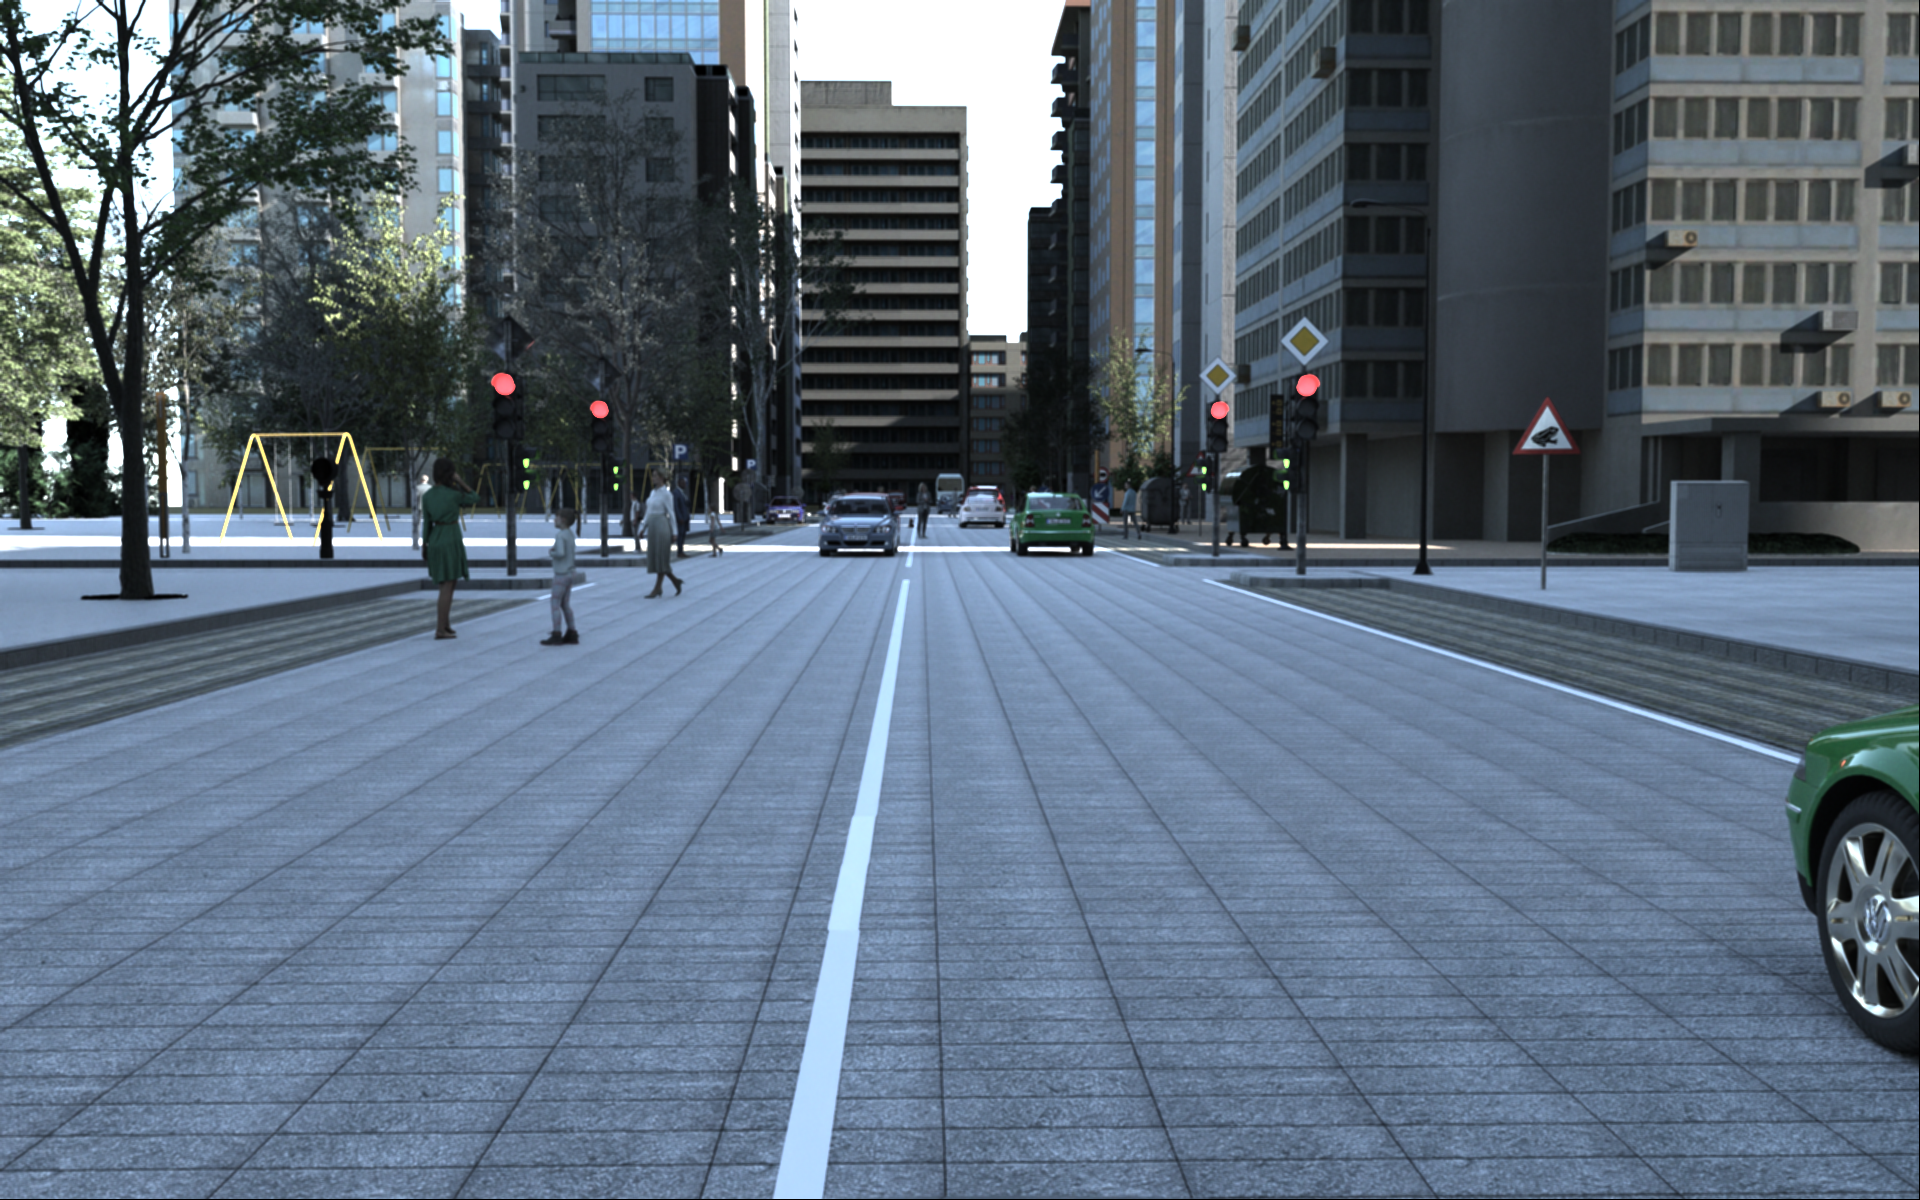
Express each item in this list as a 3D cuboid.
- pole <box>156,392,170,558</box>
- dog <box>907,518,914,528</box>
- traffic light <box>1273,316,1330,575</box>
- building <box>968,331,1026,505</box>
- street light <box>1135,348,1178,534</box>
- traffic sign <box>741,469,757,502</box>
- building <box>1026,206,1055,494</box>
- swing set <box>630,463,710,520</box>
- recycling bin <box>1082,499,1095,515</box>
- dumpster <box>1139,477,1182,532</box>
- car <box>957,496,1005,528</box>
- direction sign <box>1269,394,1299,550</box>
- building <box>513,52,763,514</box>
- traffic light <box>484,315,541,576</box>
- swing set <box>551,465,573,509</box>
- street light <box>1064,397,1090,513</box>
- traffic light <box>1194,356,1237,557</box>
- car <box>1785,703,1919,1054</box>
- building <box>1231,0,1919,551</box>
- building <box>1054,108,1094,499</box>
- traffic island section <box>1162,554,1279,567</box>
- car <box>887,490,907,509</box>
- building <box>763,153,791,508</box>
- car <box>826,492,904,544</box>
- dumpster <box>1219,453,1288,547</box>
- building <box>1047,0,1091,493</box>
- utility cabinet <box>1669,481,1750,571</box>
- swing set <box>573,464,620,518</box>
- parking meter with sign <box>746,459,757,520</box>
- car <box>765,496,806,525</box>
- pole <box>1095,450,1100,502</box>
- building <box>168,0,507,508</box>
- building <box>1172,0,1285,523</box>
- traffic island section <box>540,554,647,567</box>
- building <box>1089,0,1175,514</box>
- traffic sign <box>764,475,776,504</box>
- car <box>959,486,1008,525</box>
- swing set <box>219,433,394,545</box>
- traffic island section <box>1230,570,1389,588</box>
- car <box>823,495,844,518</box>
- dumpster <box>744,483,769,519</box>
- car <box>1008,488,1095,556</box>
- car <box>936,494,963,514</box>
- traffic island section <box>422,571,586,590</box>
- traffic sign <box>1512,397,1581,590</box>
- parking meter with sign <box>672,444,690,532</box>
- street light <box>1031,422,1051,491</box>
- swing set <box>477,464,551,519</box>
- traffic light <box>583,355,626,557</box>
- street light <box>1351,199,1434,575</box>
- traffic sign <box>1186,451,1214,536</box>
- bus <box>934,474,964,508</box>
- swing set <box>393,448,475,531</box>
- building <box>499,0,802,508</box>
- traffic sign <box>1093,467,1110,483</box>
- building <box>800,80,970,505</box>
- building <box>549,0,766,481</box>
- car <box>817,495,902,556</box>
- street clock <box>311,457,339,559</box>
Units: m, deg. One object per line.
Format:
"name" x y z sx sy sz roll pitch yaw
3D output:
"pole" -16.023 -2.506 34.810 0.158 3.312 0.155 0 3 0
"dog" -2.162 -3.300 74.143 0.550 0.427 0.748 2 4 33
"traffic light" 5.413 -2.358 27.472 0.839 4.253 0.868 0 4 -1
"building" 15.314 -22.368 210.763 28.899 21.520 27.650 0 4 -1
"street light" 6.267 -5.066 55.372 1.470 5.913 1.316 0 4 -1
"traffic sign" -10.507 -5.268 86.231 0.768 2.556 0.104 0 4 5
"building" 13.636 -24.728 176.009 14.160 30.474 14.107 0 4 -1
"swing set" -14.644 -5.539 88.183 3.119 2.851 2.862 1 4 10
"recycling bin" 6.279 -4.536 86.712 0.722 1.027 0.722 -3 5 -43
"dumpster" 6.779 -3.228 58.535 1.264 1.857 1.865 0 4 -1
"car" 0.902 -3.791 74.341 2.083 1.381 4.827 0 4 -1
"direction sign" 7.447 -2.907 39.531 0.876 3.537 0.379 -1 4 -20
"building" -21.374 -21.128 117.151 14.160 30.474 14.107 0 4 -1
"traffic light" -7.045 -2.340 27.177 0.839 4.253 0.868 0 4 -1
"swing set" -22.808 -5.977 95.340 3.119 2.851 2.862 2 4 35
"street light" 5.644 -6.747 82.854 1.470 5.913 1.316 0 4 -1
"traffic light" 5.233 -2.846 35.455 0.839 4.253 0.868 0 4 -1
"car" 3.245 0.349 3.083 1.959 1.807 4.718 0 4 -1
"building" 22.011 -22.150 54.030 23.993 40.220 32.217 0 4 -1
"building" 15.122 -22.106 133.127 14.160 30.474 14.107 0 4 -1
"traffic island section" 5.273 -0.813 35.570 2.009 0.180 2.903 0 4 -1
"car" -6.123 -9.480 163.671 2.281 1.827 5.304 0 4 0
"building" -21.929 -22.905 146.195 14.160 30.474 14.107 0 4 -1
"car" -2.637 -2.422 48.635 2.155 1.783 4.494 0 4 0
"dumpster" 7.232 -2.438 42.347 1.502 2.255 1.985 0 4 -1
"building" 19.406 -30.558 154.240 22.147 44.769 28.867 0 4 -1
"utility cabinet" 12.404 -1.223 28.679 1.173 1.500 0.318 0 4 3
"swing set" -18.488 -5.687 90.609 3.119 2.851 2.862 -1 4 -14
"parking meter with sign" -10.549 -5.569 87.317 0.543 3.016 1.738 -1 4 -9
"car" -8.173 -4.205 81.328 1.945 1.354 3.894 0 4 -3
"pole" 6.331 -5.267 79.953 0.158 3.312 0.155 0 3 0
"building" -59.588 -33.633 169.514 30.456 49.044 23.786 0 4 -1
"building" 21.717 -33.470 89.239 21.231 58.520 28.212 0 4 -1
"traffic island section" -7.265 -0.796 35.294 2.009 0.180 2.903 0 4 -1
"building" 16.428 -28.631 118.224 14.600 45.320 14.200 0 4 -1
"traffic sign" -10.170 -5.541 92.724 0.606 2.300 0.079 0 4 -1
"car" 1.097 -4.418 80.901 2.281 1.827 5.304 0 4 1
"swing set" -16.970 -2.891 44.882 3.119 2.851 2.862 1 4 17
"traffic island section" 5.453 -0.325 27.587 2.009 0.180 2.903 0 4 -1
"car" -5.833 -4.567 87.040 2.083 1.381 4.827 0 4 -1
"dumpster" -10.603 -5.141 89.813 1.264 1.857 1.865 0 4 -1
"car" 2.160 -2.000 41.500 1.959 1.807 4.718 0 4 -2
"car" -0.701 -6.870 124.333 2.014 1.417 4.499 0 4 -3
"traffic island section" -7.085 -0.308 27.311 2.009 0.180 2.903 0 4 -1
"traffic sign" 7.841 -1.419 23.208 0.884 2.594 0.081 0 4 8
"parking meter with sign" -9.559 -3.872 59.562 0.543 3.016 1.738 -1 4 -12
"street light" 5.191 -8.428 110.341 1.470 5.913 1.316 0 4 -1
"swing set" -23.609 -5.669 90.308 3.119 2.851 2.862 1 4 16
"traffic light" -7.225 -2.828 35.160 0.839 4.253 0.868 0 4 -1
"street light" 6.859 -3.361 27.491 1.470 5.913 1.316 0 4 -1
"traffic sign" 7.260 -3.201 52.346 0.884 2.594 0.081 0 4 1
"bus" -0.997 -10.463 165.930 2.948 3.499 13.247 0 4 -1
"swing set" -18.651 -3.739 58.747 3.119 2.851 2.862 1 4 10
"building" -30.095 -38.465 170.894 28.212 58.520 21.231 0 4 -1
"traffic sign" 6.669 -4.986 81.628 0.768 2.556 0.104 0 4 6
"building" -9.870 -35.660 206.742 21.600 48.544 21.300 0 4 -1
"building" -22.349 -29.423 131.184 14.600 45.320 14.200 0 4 -1
"car" -2.379 -1.794 41.342 2.014 1.417 4.499 0 4 0
"street clock" -12.586 -1.822 34.362 0.471 2.002 0.358 1 4 12
